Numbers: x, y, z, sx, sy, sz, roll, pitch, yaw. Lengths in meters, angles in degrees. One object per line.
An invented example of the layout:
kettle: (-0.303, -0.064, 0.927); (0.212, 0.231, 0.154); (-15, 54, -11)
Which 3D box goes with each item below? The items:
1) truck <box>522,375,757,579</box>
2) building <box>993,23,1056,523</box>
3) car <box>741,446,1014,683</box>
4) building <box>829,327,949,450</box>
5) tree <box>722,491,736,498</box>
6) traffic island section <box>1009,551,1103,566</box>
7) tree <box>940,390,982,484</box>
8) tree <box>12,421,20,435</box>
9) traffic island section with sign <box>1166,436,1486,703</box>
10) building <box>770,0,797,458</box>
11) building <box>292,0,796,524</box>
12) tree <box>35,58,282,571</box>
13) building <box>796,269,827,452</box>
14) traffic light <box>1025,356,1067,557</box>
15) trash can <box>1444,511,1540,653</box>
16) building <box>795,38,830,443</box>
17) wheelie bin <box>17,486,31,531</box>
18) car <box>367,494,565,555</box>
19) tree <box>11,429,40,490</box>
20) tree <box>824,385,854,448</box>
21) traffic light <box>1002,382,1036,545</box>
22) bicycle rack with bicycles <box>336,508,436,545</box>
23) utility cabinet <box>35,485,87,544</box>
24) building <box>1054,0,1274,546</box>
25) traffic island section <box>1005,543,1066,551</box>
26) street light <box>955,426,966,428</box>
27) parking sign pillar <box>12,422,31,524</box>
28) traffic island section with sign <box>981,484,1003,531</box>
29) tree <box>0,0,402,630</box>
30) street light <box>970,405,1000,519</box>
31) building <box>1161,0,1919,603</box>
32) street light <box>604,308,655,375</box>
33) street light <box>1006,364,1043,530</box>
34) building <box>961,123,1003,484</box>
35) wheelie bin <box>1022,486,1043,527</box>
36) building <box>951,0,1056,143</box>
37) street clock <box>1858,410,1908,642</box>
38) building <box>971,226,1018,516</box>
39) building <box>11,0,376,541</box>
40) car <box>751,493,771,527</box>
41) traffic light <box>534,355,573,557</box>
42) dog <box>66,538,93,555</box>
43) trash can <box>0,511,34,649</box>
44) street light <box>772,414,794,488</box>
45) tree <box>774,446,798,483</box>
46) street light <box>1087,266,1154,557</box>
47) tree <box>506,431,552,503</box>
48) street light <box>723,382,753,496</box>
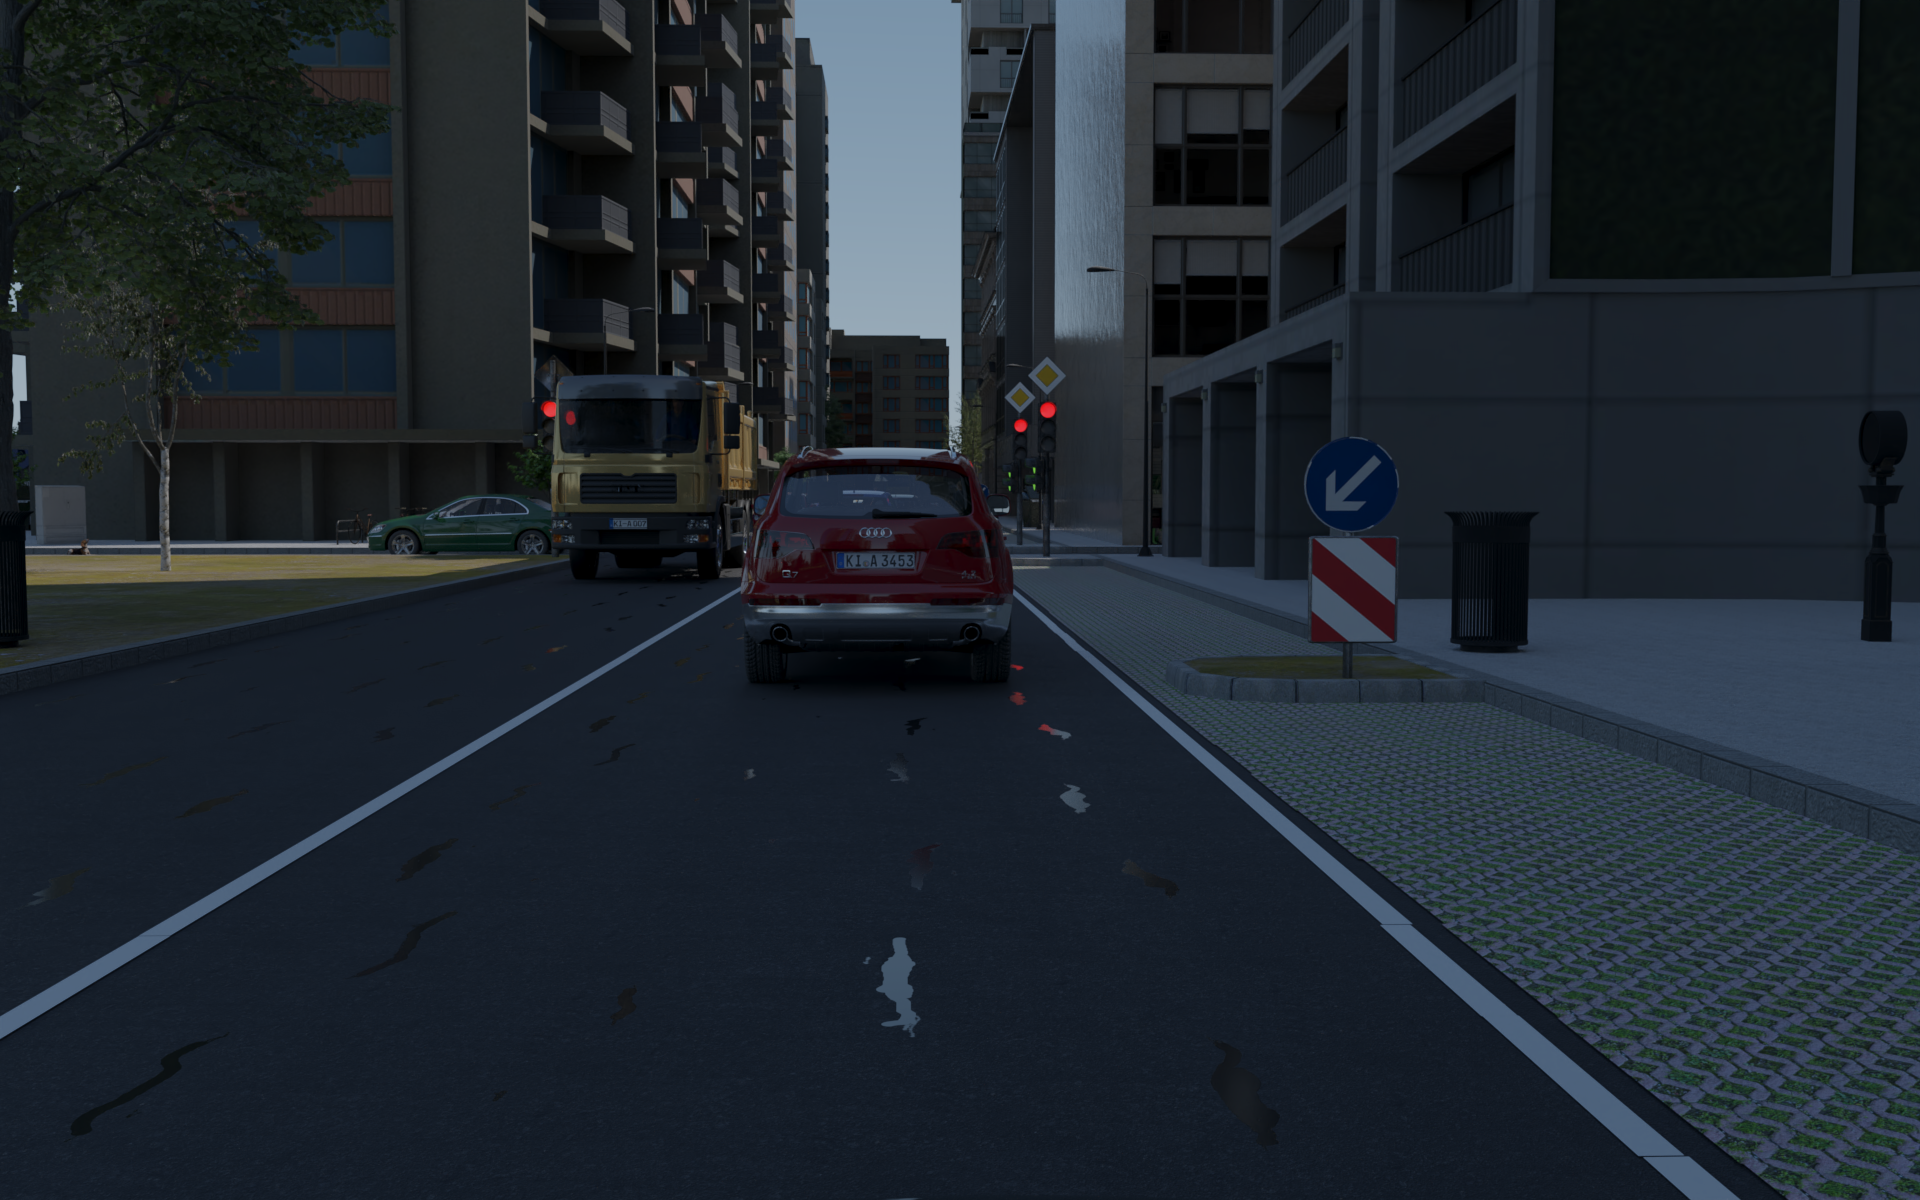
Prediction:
truck: (-5.352, -2.164, 31.304); (3.469, 3.379, 9.791); (0, 4, -2)
building: (9.515, -16.234, 84.488); (14.314, 24.678, 30.058); (0, 4, -2)
car: (-0.669, -0.369, 14.704); (2.281, 1.827, 5.304); (0, 4, -2)
building: (-16.151, -22.659, 215.507); (28.899, 21.520, 27.650); (0, 4, -2)
tree: (-10.646, -5.230, 80.109); (1.663, 3.219, 1.824); (0, 3, 0)
traffic island section: (1.795, -0.811, 35.545); (2.009, 0.180, 2.903); (0, 4, -2)
tree: (1.634, -10.792, 126.808); (4.737, 8.622, 4.395); (0, 3, 0)
tree: (-40.784, -5.608, 75.410); (4.285, 4.588, 4.351); (0, 3, 0)
traffic island section with sign: (2.576, -0.252, 12.746); (1.989, 1.847, 2.006); (0, 4, -2)
building: (-19.173, -29.042, 124.954); (14.600, 45.320, 14.200); (0, 4, -2)
building: (-20.789, -27.028, 96.526); (22.147, 44.769, 28.867); (0, 4, -2)
tree: (-13.391, -4.805, 28.932); (4.360, 8.622, 3.978); (0, 3, 0)
building: (-25.830, -18.479, 147.178); (27.650, 21.520, 28.899); (0, 4, -2)
traffic light: (1.754, -2.845, 35.430); (0.839, 4.253, 0.868); (0, 4, -2)
trash can: (4.335, -0.153, 14.163); (0.748, 1.137, 0.748); (0, 3, 0)
building: (-24.709, -34.139, 181.874); (21.600, 48.544, 21.300); (0, 4, -2)
wheelie bin: (-32.958, -3.222, 60.587); (0.980, 1.594, 0.693); (-3, 5, -43)
car: (-10.673, -1.634, 38.518); (4.920, 1.459, 2.131); (0, 4, -1)
tree: (-24.353, -2.991, 43.508); (1.663, 3.219, 1.824); (0, 3, 0)
tree: (-13.959, -15.267, 167.740); (7.486, 12.596, 7.792); (0, 3, 0)
traffic light: (1.480, -3.333, 43.410); (0.839, 4.253, 0.868); (0, 4, -2)
bicycle rack with bicycles: (-14.655, -1.911, 44.632); (2.852, 0.926, 2.925); (0, 4, 2)
utility cabinet: (-22.848, -2.162, 44.034); (0.318, 1.500, 1.173); (2, 4, 28)
building: (20.706, -15.167, 52.494); (34.151, 26.468, 19.350); (0, 4, -2)
traffic island section: (1.521, -1.299, 43.526); (2.009, 0.180, 2.903); (0, 4, -2)
street light: (0.365, -8.926, 118.480); (1.470, 5.913, 1.316); (0, 4, -2)
parking sign pillar: (-34.477, -4.630, 64.165); (1.447, 3.967, 1.447); (2, 4, 27)
traffic island section with sign: (0.673, -3.655, 68.395); (1.989, 1.847, 2.006); (0, 4, -2)
tree: (-8.930, -6.017, 16.502); (7.486, 12.596, 7.792); (0, 3, 0)
street light: (1.344, -7.203, 90.311); (1.470, 5.913, 1.316); (0, 4, -2)
building: (14.740, -35.815, 23.821); (20.563, 71.187, 20.611); (0, 4, -2)
street light: (-8.298, -4.326, 43.275); (1.470, 5.913, 1.316); (0, 4, -2)
street light: (2.346, -5.481, 62.151); (1.470, 5.913, 1.316); (0, 4, -2)
building: (7.039, -22.410, 138.111); (14.160, 30.474, 14.107); (0, 4, -2)
wheelie bin: (2.745, -3.593, 66.657); (0.980, 1.594, 0.693); (-2, 4, -32)
building: (13.936, -34.857, 159.151); (28.713, 52.752, 27.495); (0, 4, -2)
street clock: (7.999, -0.642, 15.061); (0.358, 2.002, 0.471); (0, 4, 6)
building: (6.380, -14.958, 109.191); (10.561, 19.102, 19.286); (0, 4, -2)
building: (-19.261, -24.735, 59.043); (22.147, 44.769, 28.867); (0, 4, -2)
car: (-5.542, -2.802, 54.846); (2.155, 1.783, 4.494); (0, 4, 0)
traffic light: (-8.201, -2.823, 35.074); (0.839, 4.253, 0.868); (0, 4, -2)
dog: (-20.338, -1.214, 40.045); (0.550, 0.427, 0.748); (-3, 5, -43)
trash can: (-8.145, -0.173, 14.479); (0.748, 1.137, 0.748); (0, 3, 0)
street light: (-10.315, -7.834, 100.625); (1.470, 5.913, 1.316); (0, 4, -2)
tree: (-11.777, -8.146, 116.902); (4.285, 4.588, 4.351); (0, 3, 0)
street light: (3.278, -3.849, 35.469); (1.470, 5.913, 1.316); (0, 4, -2)
tree: (-9.948, -2.895, 41.935); (1.663, 3.219, 1.824); (0, 3, 0)
street light: (-9.308, -6.092, 72.151); (1.470, 5.913, 1.316); (0, 4, -2)
